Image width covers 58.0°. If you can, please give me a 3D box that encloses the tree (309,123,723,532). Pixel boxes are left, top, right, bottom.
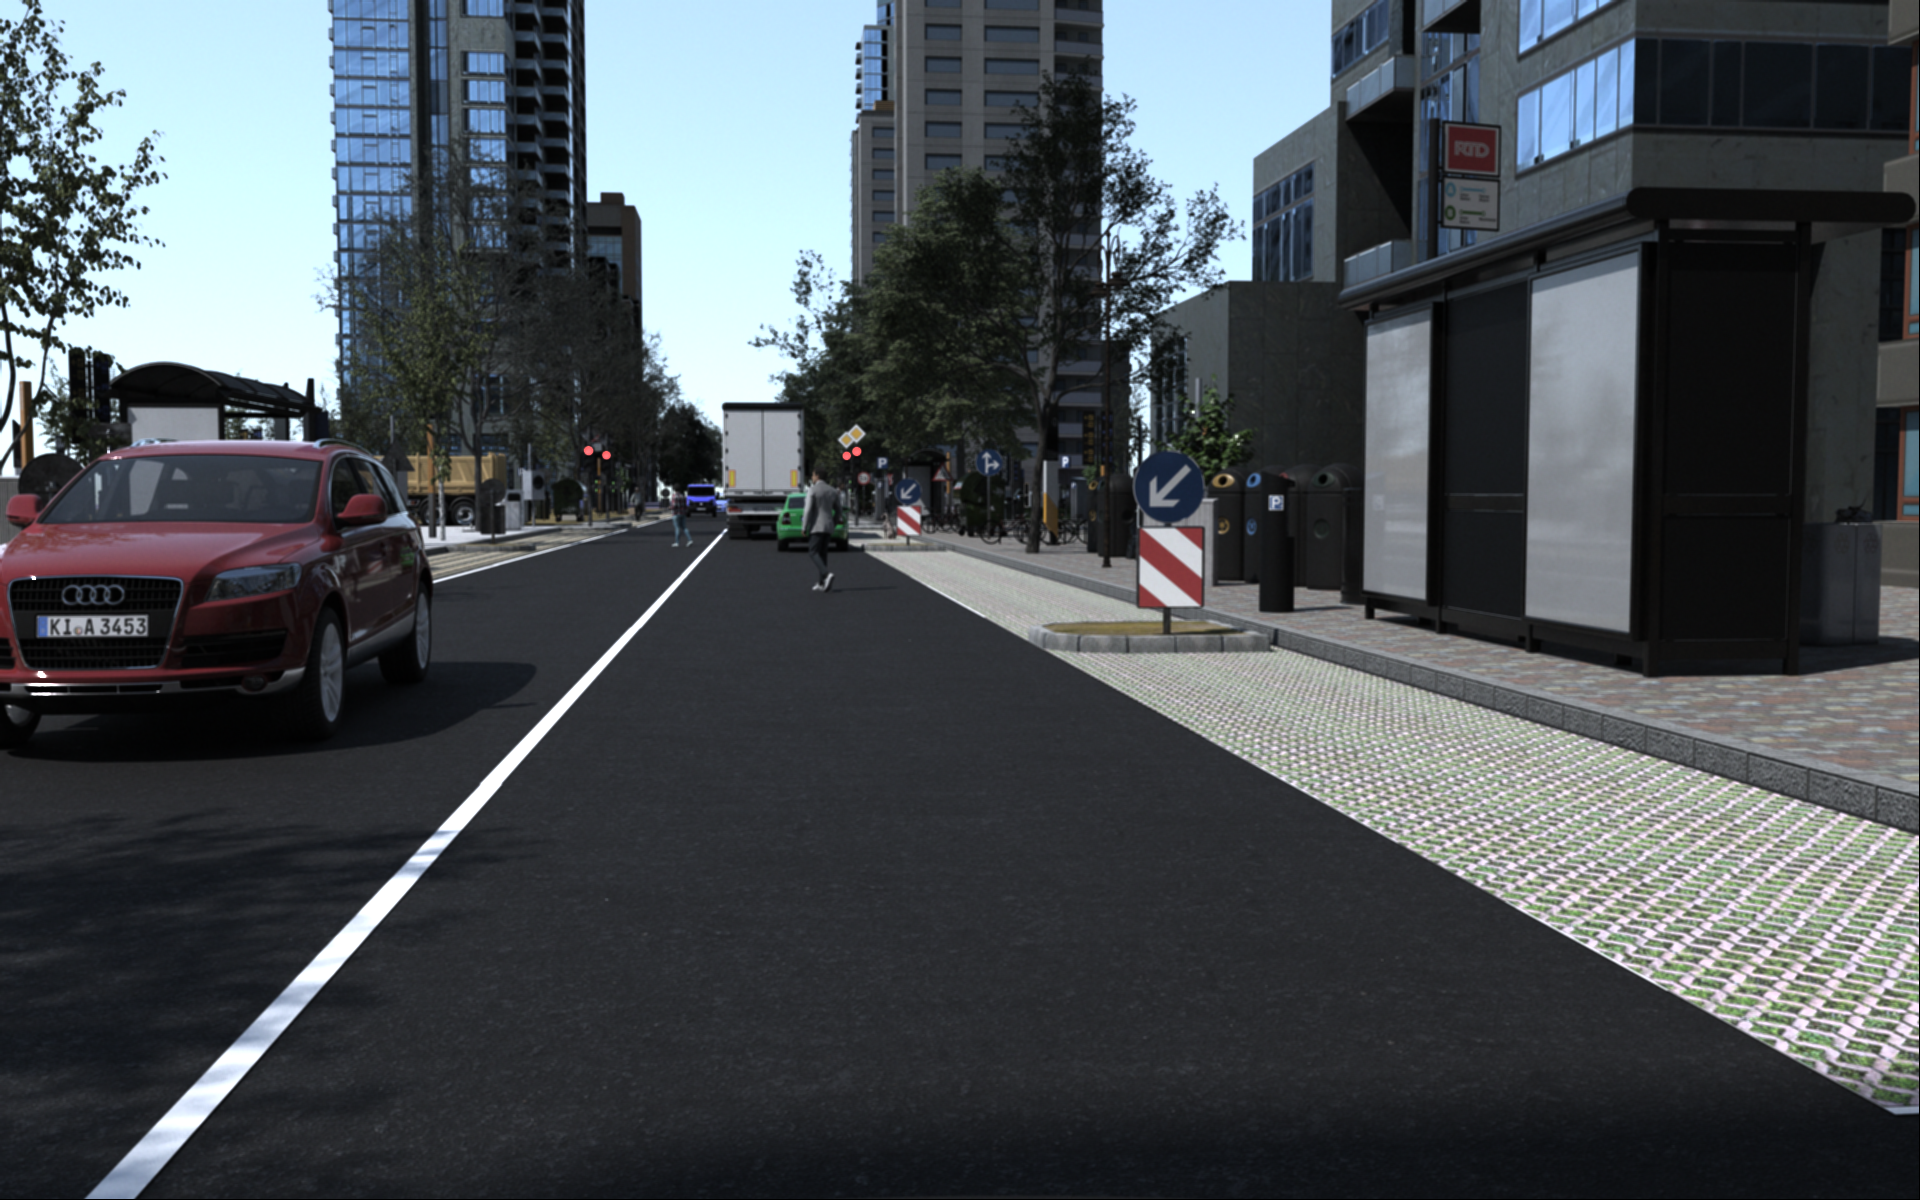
[{"bbox_3d":[-16.454,-9.063,58.544,12.009,13.543,11.850,0,3,0],"label":"tree"}]

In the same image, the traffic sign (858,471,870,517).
[{"bbox_3d":[-5.376,-5.911,96.746,0.768,2.556,0.104,0,4,2],"label":"traffic sign"}]

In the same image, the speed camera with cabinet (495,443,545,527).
[{"bbox_3d":[-17.002,-4.441,66.944,0.660,3.252,2.038,2,4,34],"label":"speed camera with cabinet"}]

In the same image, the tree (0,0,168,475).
[{"bbox_3d":[-12.000,-4.348,21.452,4.737,8.622,4.395,0,3,0],"label":"tree"}]

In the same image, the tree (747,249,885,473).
[{"bbox_3d":[-9.769,-17.090,135.315,12.611,20.169,13.585,0,3,0],"label":"tree"}]

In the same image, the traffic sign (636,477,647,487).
[{"bbox_3d":[-23.275,-7.735,126.565,0.768,2.556,0.104,0,4,2],"label":"traffic sign"}]

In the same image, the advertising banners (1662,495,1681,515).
[{"bbox_3d":[7.544,-1.378,18.712,0.090,3.025,2.074,0,4,-3],"label":"advertising banners"}]

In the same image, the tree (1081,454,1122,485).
[{"bbox_3d":[11.359,-9.465,138.458,4.285,4.588,4.351,0,3,0],"label":"tree"}]

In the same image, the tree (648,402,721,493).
[{"bbox_3d":[-34.044,-18.065,212.367,9.611,12.733,9.660,0,3,0],"label":"tree"}]

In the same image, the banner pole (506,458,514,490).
[{"bbox_3d":[-31.408,-7.993,120.703,0.401,3.779,0.863,3,4,36],"label":"banner pole"}]

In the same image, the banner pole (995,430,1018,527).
[{"bbox_3d":[1.865,-4.728,67.316,0.863,3.779,0.401,-2,4,-27],"label":"banner pole"}]

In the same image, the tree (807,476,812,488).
[{"bbox_3d":[-18.230,-17.405,210.328,9.928,11.665,9.643,0,3,0],"label":"tree"}]

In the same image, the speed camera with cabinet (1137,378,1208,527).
[{"bbox_3d":[3.718,-2.199,30.283,0.660,3.252,2.038,-1,4,-15],"label":"speed camera with cabinet"}]

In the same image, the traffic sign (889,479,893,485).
[{"bbox_3d":[-3.869,-6.362,104.015,0.884,2.594,0.081,0,4,-1],"label":"traffic sign"}]

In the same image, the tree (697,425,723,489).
[{"bbox_3d":[-44.537,-24.623,309.245,9.857,13.997,8.962,0,3,0],"label":"tree"}]

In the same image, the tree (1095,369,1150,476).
[{"bbox_3d":[9.560,-9.112,99.347,4.360,8.622,3.978,0,3,0],"label":"tree"}]

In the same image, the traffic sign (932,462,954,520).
[{"bbox_3d":[-0.697,-4.278,69.952,0.884,2.594,0.081,0,4,2],"label":"traffic sign"}]

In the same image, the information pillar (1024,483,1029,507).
[{"bbox_3d":[4.507,-6.866,116.758,0.304,2.012,0.304,1,4,8],"label":"information pillar"}]

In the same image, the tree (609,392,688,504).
[{"bbox_3d":[-26.556,-13.002,146.992,7.601,10.594,8.767,-1,4,-10],"label":"tree"}]

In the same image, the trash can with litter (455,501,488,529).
[{"bbox_3d":[-17.378,-3.214,63.600,1.678,1.210,2.233,-3,5,-43],"label":"trash can with litter"}]

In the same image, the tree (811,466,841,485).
[{"bbox_3d":[-13.346,-11.653,174.241,4.285,4.588,4.351,0,3,0],"label":"tree"}]

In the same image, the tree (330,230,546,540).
[{"bbox_3d":[-14.492,-5.940,47.486,4.737,8.622,4.395,0,3,0],"label":"tree"}]

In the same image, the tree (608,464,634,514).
[{"bbox_3d":[-22.003,-7.185,112.080,1.663,3.219,1.824,0,3,0],"label":"tree"}]

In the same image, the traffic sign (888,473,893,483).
[{"bbox_3d":[-3.966,-6.397,104.702,0.768,2.556,0.104,0,4,-1],"label":"traffic sign"}]

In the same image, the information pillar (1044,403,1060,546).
[{"bbox_3d":[2.271,-3.162,43.052,0.183,3.616,0.504,3,5,42],"label":"information pillar"}]

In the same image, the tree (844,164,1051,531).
[{"bbox_3d":[-0.332,-8.704,60.438,7.486,12.596,7.792,0,3,0],"label":"tree"}]

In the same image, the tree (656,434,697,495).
[{"bbox_3d":[-30.344,-14.297,184.117,4.737,8.622,4.395,0,3,0],"label":"tree"}]

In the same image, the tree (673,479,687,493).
[{"bbox_3d":[-30.887,-11.946,189.915,1.663,3.219,1.824,0,3,0],"label":"tree"}]

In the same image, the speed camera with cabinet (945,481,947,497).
[{"bbox_3d":[-1.844,-9.032,142.013,2.038,3.252,0.660,1,4,21],"label":"speed camera with cabinet"}]

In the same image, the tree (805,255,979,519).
[{"bbox_3d":[-3.387,-11.247,90.538,9.857,13.997,8.962,0,3,0],"label":"tree"}]

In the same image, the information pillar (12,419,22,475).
[{"bbox_3d":[-29.501,-3.857,54.409,0.183,3.616,0.504,1,4,22],"label":"information pillar"}]

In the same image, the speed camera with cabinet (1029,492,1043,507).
[{"bbox_3d":[5.598,-7.578,118.242,2.038,3.252,0.660,-1,4,-16],"label":"speed camera with cabinet"}]

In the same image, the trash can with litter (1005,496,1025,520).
[{"bbox_3d":[2.502,-4.237,80.667,0.624,1.170,1.055,3,5,43],"label":"trash can with litter"}]

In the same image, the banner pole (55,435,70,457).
[{"bbox_3d":[-33.534,-4.577,64.859,0.401,3.779,0.863,1,4,15],"label":"banner pole"}]

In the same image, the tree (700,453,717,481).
[{"bbox_3d":[-40.377,-20.154,263.927,7.601,10.594,8.767,2,4,27],"label":"tree"}]

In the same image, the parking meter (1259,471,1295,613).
[{"bbox_3d":[3.451,-0.638,18.839,0.372,1.533,0.369,0,3,0],"label":"parking meter"}]

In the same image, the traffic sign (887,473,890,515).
[{"bbox_3d":[-4.359,-6.480,105.959,0.884,2.594,0.081,0,4,-2],"label":"traffic sign"}]

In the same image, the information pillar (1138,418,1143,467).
[{"bbox_3d":[5.578,-3.811,53.661,0.183,3.616,0.504,1,4,14],"label":"information pillar"}]

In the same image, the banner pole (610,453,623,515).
[{"bbox_3d":[-22.610,-7.575,113.862,0.863,3.779,0.401,-2,4,-26],"label":"banner pole"}]

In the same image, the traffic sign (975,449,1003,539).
[{"bbox_3d":[0.819,-2.987,48.936,0.768,2.556,0.104,0,4,3],"label":"traffic sign"}]

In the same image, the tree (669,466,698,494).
[{"bbox_3d":[-31.609,-13.103,197.939,4.285,4.588,4.351,0,3,0],"label":"tree"}]

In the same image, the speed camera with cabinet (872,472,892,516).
[{"bbox_3d":[-4.696,-6.590,102.079,0.660,3.252,2.038,-1,4,-15],"label":"speed camera with cabinet"}]

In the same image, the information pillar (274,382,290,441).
[{"bbox_3d":[-14.272,-2.762,36.521,0.504,3.616,0.183,3,5,39],"label":"information pillar"}]

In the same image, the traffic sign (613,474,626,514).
[{"bbox_3d":[-21.749,-6.748,110.332,0.884,2.594,0.081,0,4,-6],"label":"traffic sign"}]

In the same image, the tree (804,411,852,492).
[{"bbox_3d":[-10.537,-11.901,144.937,4.737,8.622,4.395,0,3,0],"label":"tree"}]

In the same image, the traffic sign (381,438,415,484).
[{"bbox_3d":[-13.195,-2.478,40.519,0.884,2.594,0.081,0,4,-4],"label":"traffic sign"}]

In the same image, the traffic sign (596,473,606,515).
[{"bbox_3d":[-21.522,-6.358,104.052,0.768,2.556,0.104,0,4,1],"label":"traffic sign"}]

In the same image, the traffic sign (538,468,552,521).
[{"bbox_3d":[-20.097,-5.109,83.636,0.768,2.556,0.104,0,4,1],"label":"traffic sign"}]

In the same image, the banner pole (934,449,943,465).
[{"bbox_3d":[-1.043,-6.576,97.527,0.401,3.779,0.863,-1,4,-13],"label":"banner pole"}]

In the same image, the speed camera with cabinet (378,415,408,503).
[{"bbox_3d":[-14.936,-3.004,43.450,2.038,3.252,0.660,1,4,10],"label":"speed camera with cabinet"}]

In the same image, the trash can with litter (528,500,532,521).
[{"bbox_3d":[-20.436,-4.262,81.074,0.624,1.170,1.055,-3,4,-37],"label":"trash can with litter"}]

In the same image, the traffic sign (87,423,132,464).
[{"bbox_3d":[-12.210,-1.394,24.915,0.606,2.300,0.079,0,4,-6],"label":"traffic sign"}]

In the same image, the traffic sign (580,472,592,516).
[{"bbox_3d":[-21.391,-6.054,99.097,0.768,2.556,0.104,0,4,0],"label":"traffic sign"}]

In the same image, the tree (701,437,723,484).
[{"bbox_3d":[-43.864,-22.567,294.720,9.928,11.665,9.643,0,3,0],"label":"tree"}]

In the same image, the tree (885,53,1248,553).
[{"bbox_3d":[1.817,-6.279,37.071,7.601,10.594,8.767,3,5,41],"label":"tree"}]

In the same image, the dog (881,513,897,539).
[{"bbox_3d":[-2.268,-2.322,54.803,0.513,0.831,0.800,0,4,2],"label":"dog"}]
